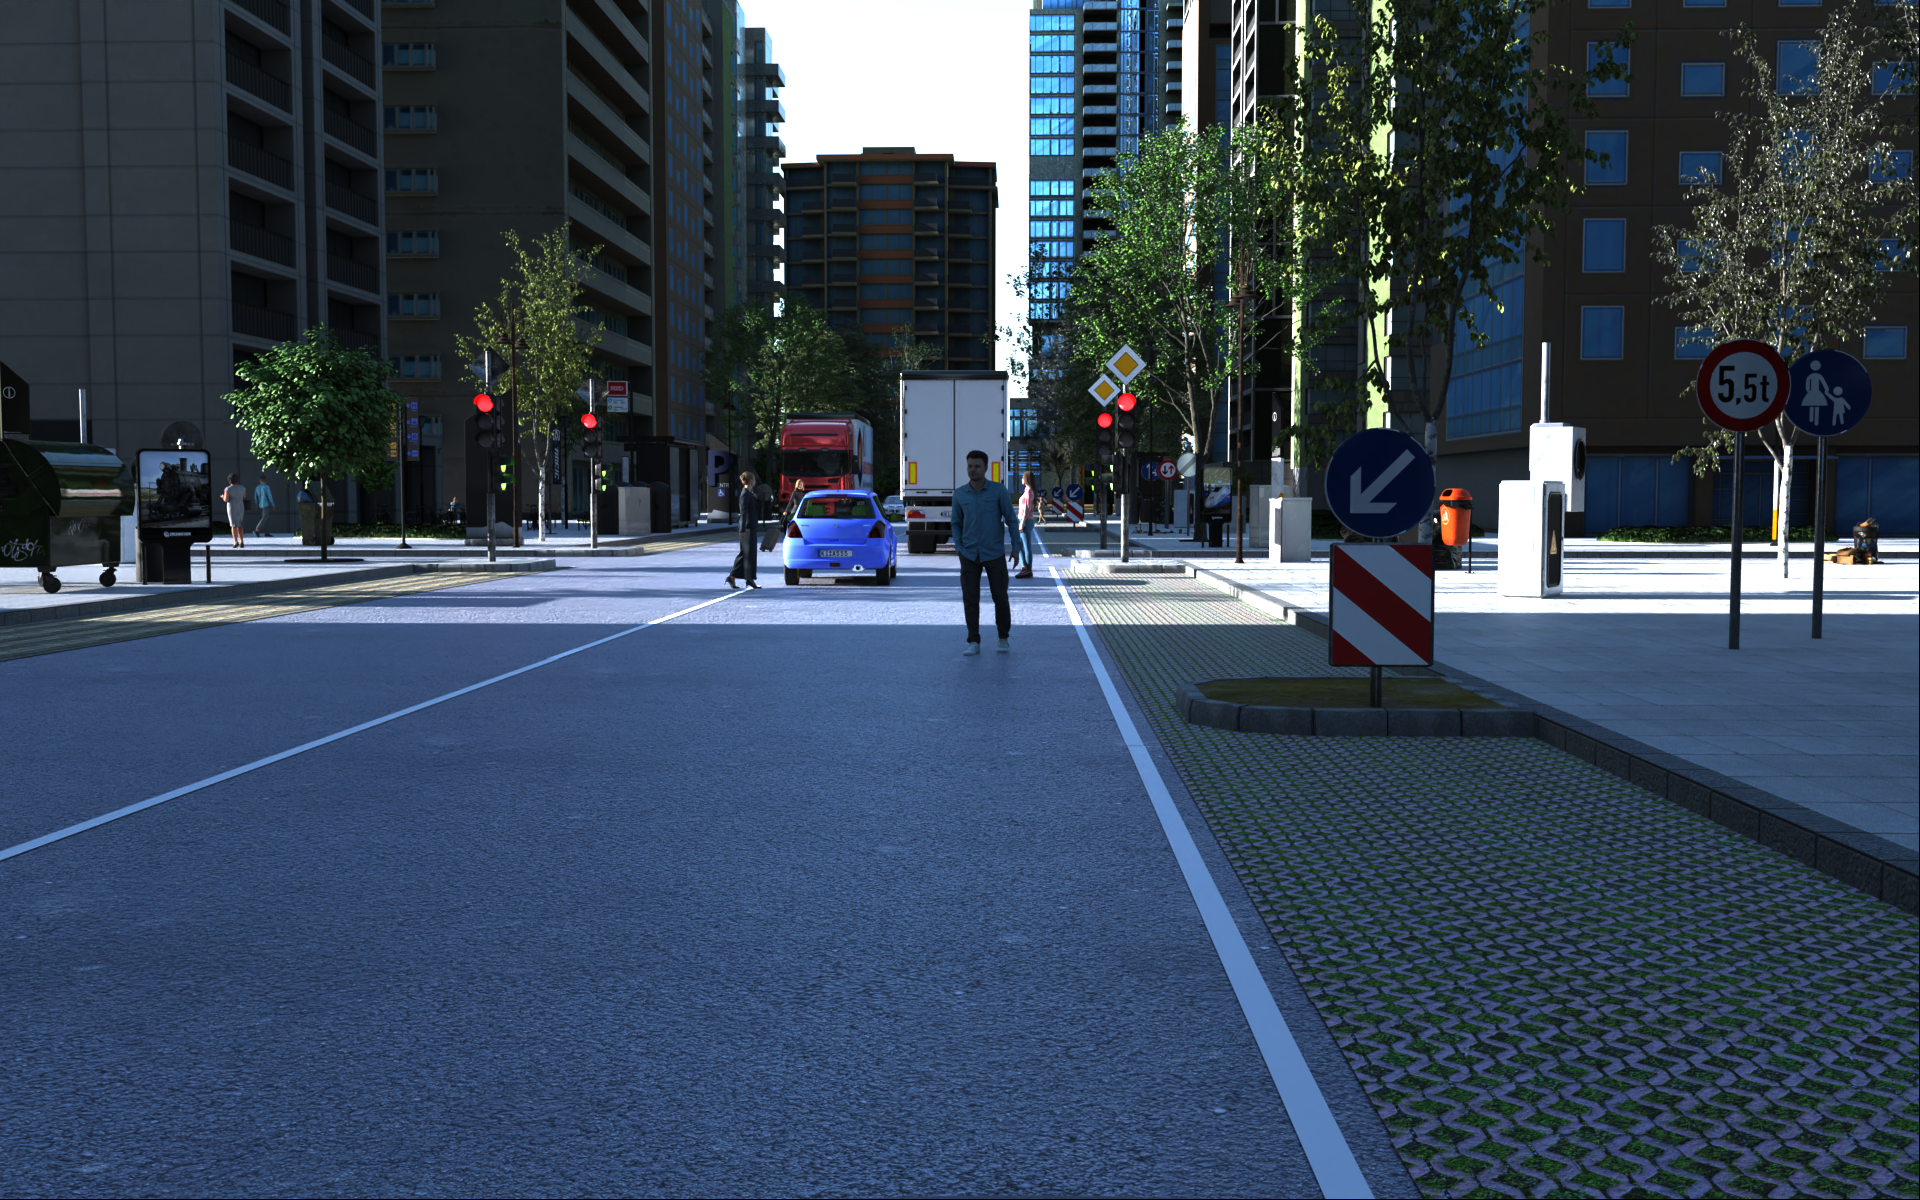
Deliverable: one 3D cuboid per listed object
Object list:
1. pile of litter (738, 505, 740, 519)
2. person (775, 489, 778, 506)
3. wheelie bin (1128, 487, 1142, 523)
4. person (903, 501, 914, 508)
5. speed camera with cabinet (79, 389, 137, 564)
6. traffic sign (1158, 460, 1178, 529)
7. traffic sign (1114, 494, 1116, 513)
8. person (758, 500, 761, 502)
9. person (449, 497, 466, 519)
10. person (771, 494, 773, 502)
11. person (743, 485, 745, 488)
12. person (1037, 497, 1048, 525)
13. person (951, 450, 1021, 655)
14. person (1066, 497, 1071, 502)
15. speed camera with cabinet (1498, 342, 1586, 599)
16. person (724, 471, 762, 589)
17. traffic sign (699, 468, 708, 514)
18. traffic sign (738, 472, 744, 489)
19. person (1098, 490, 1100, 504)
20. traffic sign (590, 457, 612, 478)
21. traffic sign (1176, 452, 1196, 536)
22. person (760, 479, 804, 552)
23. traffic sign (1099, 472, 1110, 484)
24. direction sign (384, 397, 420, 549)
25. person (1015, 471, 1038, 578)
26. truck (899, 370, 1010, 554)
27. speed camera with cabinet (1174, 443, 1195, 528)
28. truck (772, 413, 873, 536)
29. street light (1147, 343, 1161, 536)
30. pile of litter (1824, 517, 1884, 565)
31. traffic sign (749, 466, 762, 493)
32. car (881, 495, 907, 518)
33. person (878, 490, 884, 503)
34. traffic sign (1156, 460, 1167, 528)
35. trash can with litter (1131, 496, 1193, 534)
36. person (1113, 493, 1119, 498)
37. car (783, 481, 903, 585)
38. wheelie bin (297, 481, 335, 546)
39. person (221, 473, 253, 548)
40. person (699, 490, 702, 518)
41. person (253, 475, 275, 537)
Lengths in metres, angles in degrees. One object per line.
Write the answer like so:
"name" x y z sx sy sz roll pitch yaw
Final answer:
"pile of litter" -11.749 -4.555 88.445 1.176 0.858 1.719 -3 4 -38
"person" -20.151 -11.221 189.525 0.705 1.822 1.348 2 4 24
"wheelie bin" 7.626 -4.191 76.425 0.980 1.594 0.693 -2 4 -34
"person" -1.407 -2.727 52.860 0.659 1.850 0.755 -1 4 -11
"speed camera with cabinet" -15.928 -2.330 32.439 2.038 3.252 0.660 3 5 43
"traffic sign" 7.678 -3.904 63.935 0.768 2.556 0.104 1 4 11
"traffic sign" 10.375 -7.081 115.879 0.768 2.556 0.104 0 4 7
"person" -14.498 -7.214 124.730 1.217 1.736 0.721 -3 4 -36
"person" -24.414 -4.417 83.756 1.012 1.151 0.738 2 4 24
"person" -12.071 -6.240 109.883 0.589 1.601 0.330 2 4 29
"person" -11.588 -5.385 93.447 0.474 1.900 0.648 -2 4 -25
"person" 3.795 -4.145 80.549 0.640 1.303 0.475 2 4 24
"person" 0.242 -0.433 15.593 0.660 1.820 0.620 1 4 11
"person" 11.664 -10.839 183.805 0.434 1.755 0.990 -3 5 -43
"speed camera with cabinet" 7.438 -1.694 22.028 0.660 3.252 2.038 2 4 33
"person" -3.251 -1.056 26.185 0.534 1.772 0.576 -2 4 -29
"traffic sign" -11.879 -4.993 81.643 0.884 2.594 0.081 0 4 2
"traffic sign" -12.332 -6.000 98.203 0.768 2.556 0.104 0 4 2
"person" 14.639 -10.590 179.975 0.721 1.735 1.217 3 5 42
"traffic sign" -12.264 -3.615 59.217 0.768 2.556 0.104 0 4 6
"traffic sign" 6.993 -3.235 52.998 0.768 2.556 0.104 0 4 4
"person" -4.372 -2.127 43.490 1.509 1.804 0.699 -3 5 -39
"traffic sign" 7.423 -5.483 89.760 0.768 2.556 0.104 0 4 5
"direction sign" -13.086 -2.976 40.647 0.876 3.537 0.379 1 4 10
"person" 1.127 -1.283 29.480 0.388 1.821 0.555 0 4 1
"truck" -0.048 -3.425 44.916 2.839 4.237 11.283 0 4 1
"speed camera with cabinet" 8.791 -4.420 66.603 0.660 3.252 2.038 2 4 24
"truck" -4.726 -4.474 62.063 2.839 4.237 11.283 0 4 1
"street light" 5.880 -4.922 53.270 0.468 5.910 1.993 0 4 2
"pile of litter" 16.462 -1.103 31.993 1.176 0.858 1.719 3 4 37
"traffic sign" -9.629 -4.917 80.391 0.884 2.594 0.081 1 4 8
"car" -3.301 -4.931 92.981 2.083 1.381 4.827 0 4 3
"person" -7.493 -9.683 164.882 0.721 1.766 1.217 -3 5 -42
"traffic sign" 7.684 -3.946 64.628 0.768 2.556 0.104 1 4 9
"trash can with litter" 6.514 -2.770 56.346 2.233 1.210 1.678 1 4 10
"person" 14.324 -9.302 158.840 0.721 1.735 1.217 -1 4 -17
"car" -1.927 -1.160 28.553 1.945 1.707 3.694 0 3 0
"wheelie bin" -16.067 -2.155 43.139 0.693 1.594 0.980 1 4 23
"person" -17.258 -2.138 41.353 0.532 1.782 0.716 3 5 41
"person" -14.190 -5.315 93.141 0.583 1.804 0.606 2 4 33
"person" -20.752 -2.787 51.476 0.638 1.841 0.748 3 4 37
